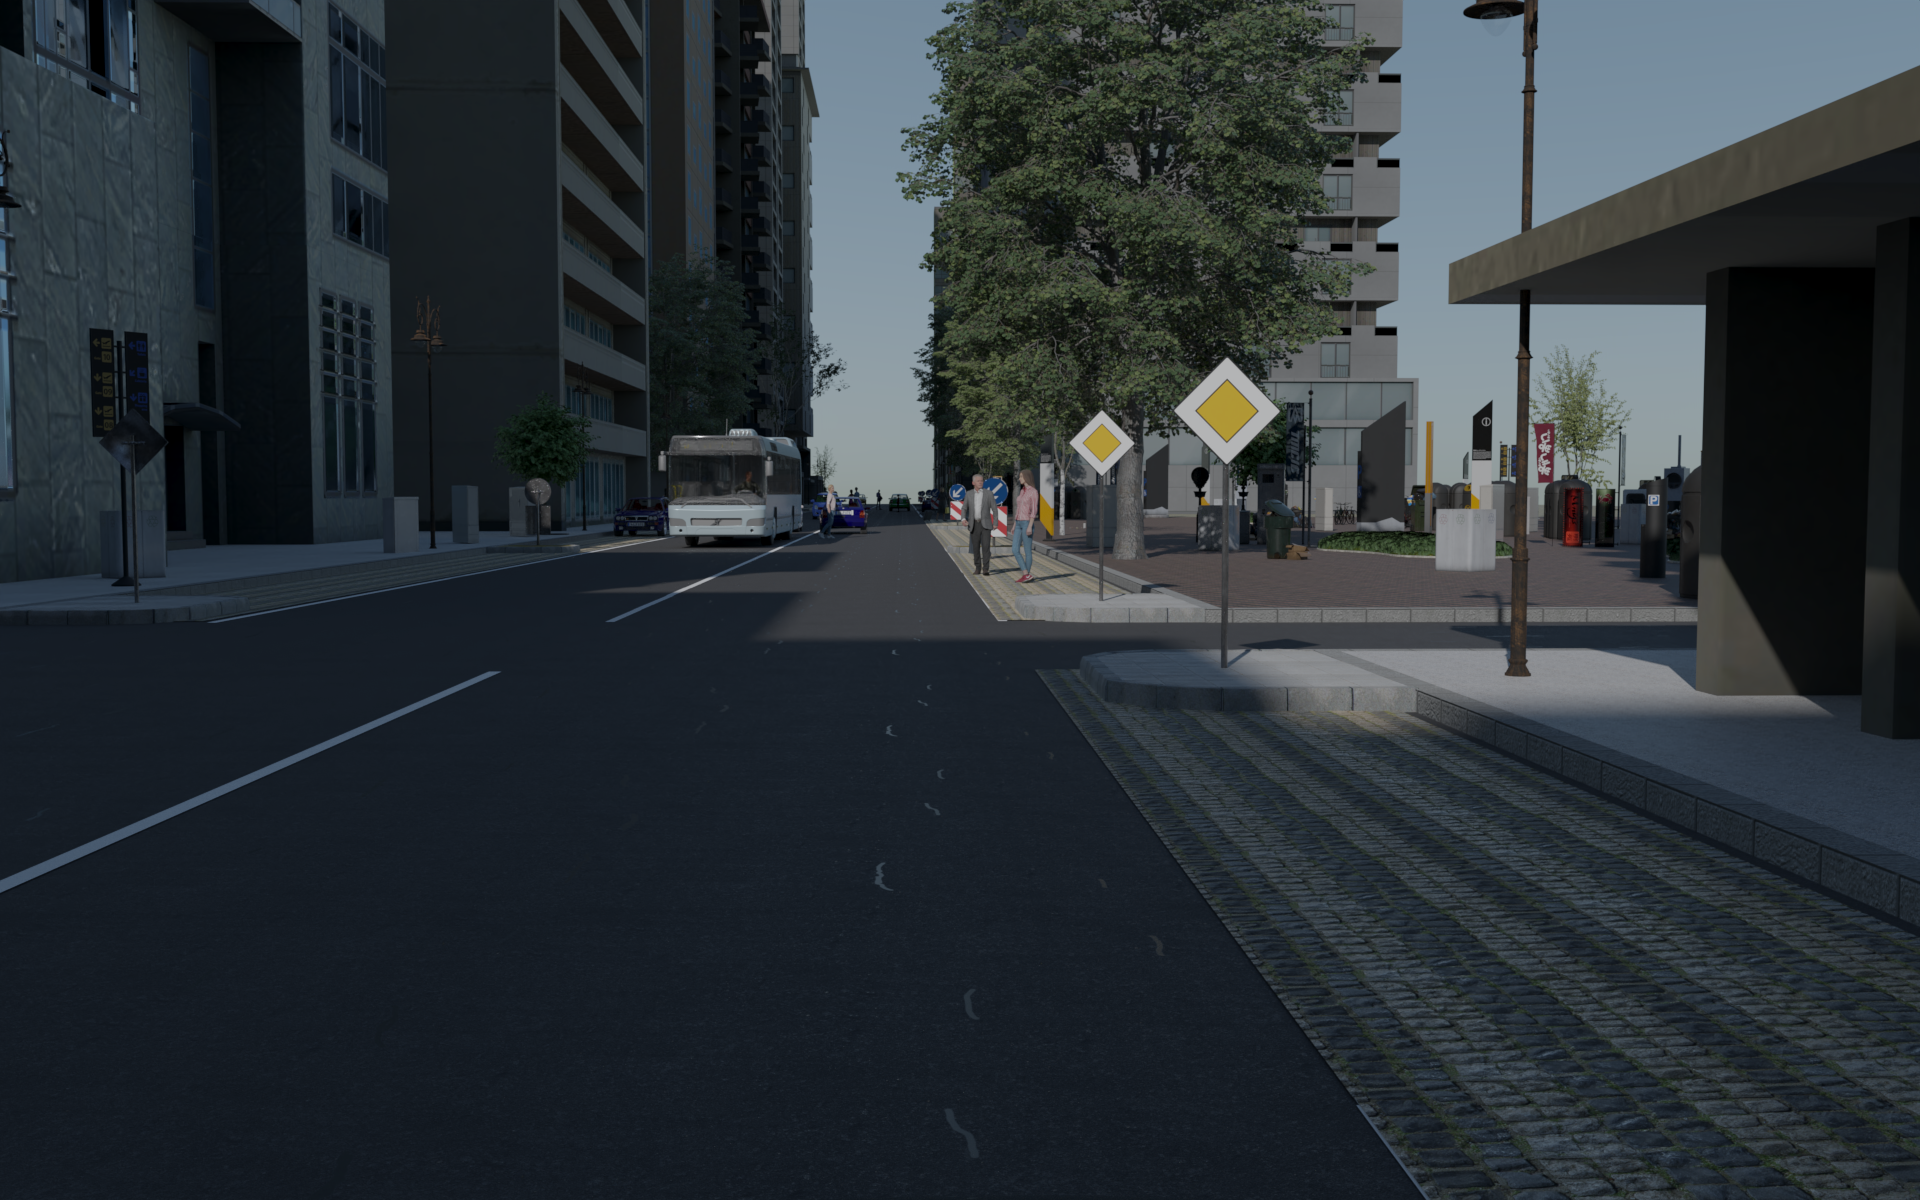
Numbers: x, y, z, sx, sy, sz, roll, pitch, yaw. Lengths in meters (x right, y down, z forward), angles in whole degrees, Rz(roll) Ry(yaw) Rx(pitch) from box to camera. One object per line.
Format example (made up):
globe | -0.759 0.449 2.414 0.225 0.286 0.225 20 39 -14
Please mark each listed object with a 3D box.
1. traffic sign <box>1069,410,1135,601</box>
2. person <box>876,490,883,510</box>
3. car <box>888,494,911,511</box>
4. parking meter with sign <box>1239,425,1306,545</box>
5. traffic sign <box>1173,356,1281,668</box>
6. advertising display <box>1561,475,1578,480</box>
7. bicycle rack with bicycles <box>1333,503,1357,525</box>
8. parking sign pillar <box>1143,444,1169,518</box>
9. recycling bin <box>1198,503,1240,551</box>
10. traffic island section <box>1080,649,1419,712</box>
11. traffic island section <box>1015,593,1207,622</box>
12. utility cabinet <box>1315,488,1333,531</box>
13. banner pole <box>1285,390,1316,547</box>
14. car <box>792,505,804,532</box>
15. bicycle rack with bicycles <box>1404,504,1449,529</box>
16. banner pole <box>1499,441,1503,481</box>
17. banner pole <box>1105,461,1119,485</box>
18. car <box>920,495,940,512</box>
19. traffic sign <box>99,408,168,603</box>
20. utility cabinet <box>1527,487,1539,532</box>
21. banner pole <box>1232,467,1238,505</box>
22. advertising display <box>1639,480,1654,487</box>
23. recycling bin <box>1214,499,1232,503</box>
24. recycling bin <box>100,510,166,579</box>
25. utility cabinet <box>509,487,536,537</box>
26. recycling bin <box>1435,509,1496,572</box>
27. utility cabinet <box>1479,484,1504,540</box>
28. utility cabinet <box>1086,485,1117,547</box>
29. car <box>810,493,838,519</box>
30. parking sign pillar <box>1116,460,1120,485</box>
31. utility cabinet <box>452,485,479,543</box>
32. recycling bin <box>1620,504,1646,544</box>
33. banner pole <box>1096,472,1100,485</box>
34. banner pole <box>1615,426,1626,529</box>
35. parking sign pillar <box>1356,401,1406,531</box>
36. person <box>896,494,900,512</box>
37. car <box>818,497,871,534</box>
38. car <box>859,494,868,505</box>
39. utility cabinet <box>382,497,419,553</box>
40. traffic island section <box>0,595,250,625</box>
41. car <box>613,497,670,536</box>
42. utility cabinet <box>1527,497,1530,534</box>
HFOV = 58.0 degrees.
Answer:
traffic sign | 1.689 -1.043 20.699 0.795 2.450 0.064 0 4 -2
person | -7.291 -9.101 157.169 0.599 1.838 0.709 3 5 43
car | -5.088 -8.409 146.284 1.959 1.807 4.718 0 4 -1
parking meter with sign | 7.912 -2.925 44.092 1.738 3.016 0.543 1 4 12
traffic sign | 1.947 -0.555 12.718 0.795 2.450 0.064 0 4 -2
advertising display | 20.264 -3.205 57.614 0.123 1.923 0.974 0 4 -7
bicycle rack with bicycles | 16.533 -3.608 72.379 2.925 0.926 2.852 -3 5 -43
parking sign pillar | 10.521 -6.395 93.024 1.447 3.967 1.447 -1 4 -21
recycling bin | 5.900 -1.646 39.467 0.722 1.027 0.722 3 4 36
traffic island section | 1.970 0.580 12.796 2.009 0.180 2.903 0 4 -2
traffic island section | 1.712 0.092 20.777 2.009 0.180 2.903 0 4 -2
utility cabinet | 12.694 -3.158 60.314 0.318 1.500 1.173 0 4 -4
banner pole | 8.209 -3.160 41.688 0.863 3.779 0.401 -1 4 -13
car | -7.022 -3.308 66.446 2.083 1.381 4.827 0 4 -3
bicycle rack with bicycles | 17.760 -3.086 63.834 2.852 0.926 2.925 -3 4 -36
banner pole | 25.589 -5.619 81.894 0.401 3.779 0.863 2 4 28
banner pole | 7.489 -5.730 83.704 0.401 3.779 0.863 -2 4 -29
car | -2.152 -7.501 135.229 1.945 1.354 3.894 0 4 -1
traffic sign | -9.700 -1.022 20.353 0.795 2.450 0.064 0 4 -2
utility cabinet | 19.137 -3.038 58.354 0.318 1.500 1.173 3 4 36
banner pole | 9.491 -4.225 59.102 0.401 3.779 0.863 -3 4 -37
advertising display | 31.075 -4.461 78.148 0.123 1.923 0.974 -2 4 -29
recycling bin | 13.639 -4.731 89.907 0.722 1.027 0.722 2 4 33
recycling bin | -12.704 -0.859 26.601 0.722 1.027 0.722 3 5 43
utility cabinet | -13.140 -2.649 51.985 0.318 1.500 1.173 -3 5 -40
recycling bin | 8.444 -1.001 28.916 0.722 1.027 0.722 -3 4 -37
utility cabinet | 12.081 -1.879 39.405 0.318 1.500 1.173 2 4 30
utility cabinet | 3.610 -2.012 41.582 1.173 1.500 0.318 -2 4 -26
car | -7.583 -5.481 99.205 1.945 1.707 3.694 0 4 -3
parking sign pillar | 7.910 -5.984 86.311 1.447 3.967 1.447 2 4 27
utility cabinet | -12.858 -2.224 45.048 0.318 1.500 1.173 -2 4 -35
recycling bin | 17.468 -1.952 44.462 0.722 1.027 0.722 -1 4 -20
banner pole | 7.844 -6.449 95.452 0.863 3.779 0.401 -1 4 -22
banner pole | 24.404 -4.518 63.886 0.401 3.779 0.863 3 5 40
parking sign pillar | 12.239 -3.784 50.342 1.447 3.967 1.447 0 4 -7
person | -4.901 -7.640 136.674 0.557 1.426 1.065 0 4 -7
car | -4.237 -3.101 63.286 1.945 1.354 3.894 0 4 -3
car | -13.376 -13.568 232.064 2.015 1.641 3.980 0 4 -3
utility cabinet | -12.268 -1.641 37.990 0.306 1.237 1.020 1 4 13
traffic island section | -9.723 0.114 20.414 2.009 0.180 2.903 0 4 -2
car | -10.747 -2.862 59.382 1.945 1.354 3.894 0 3 0
utility cabinet | 18.166 -2.737 55.916 0.306 1.237 1.020 0 4 8
